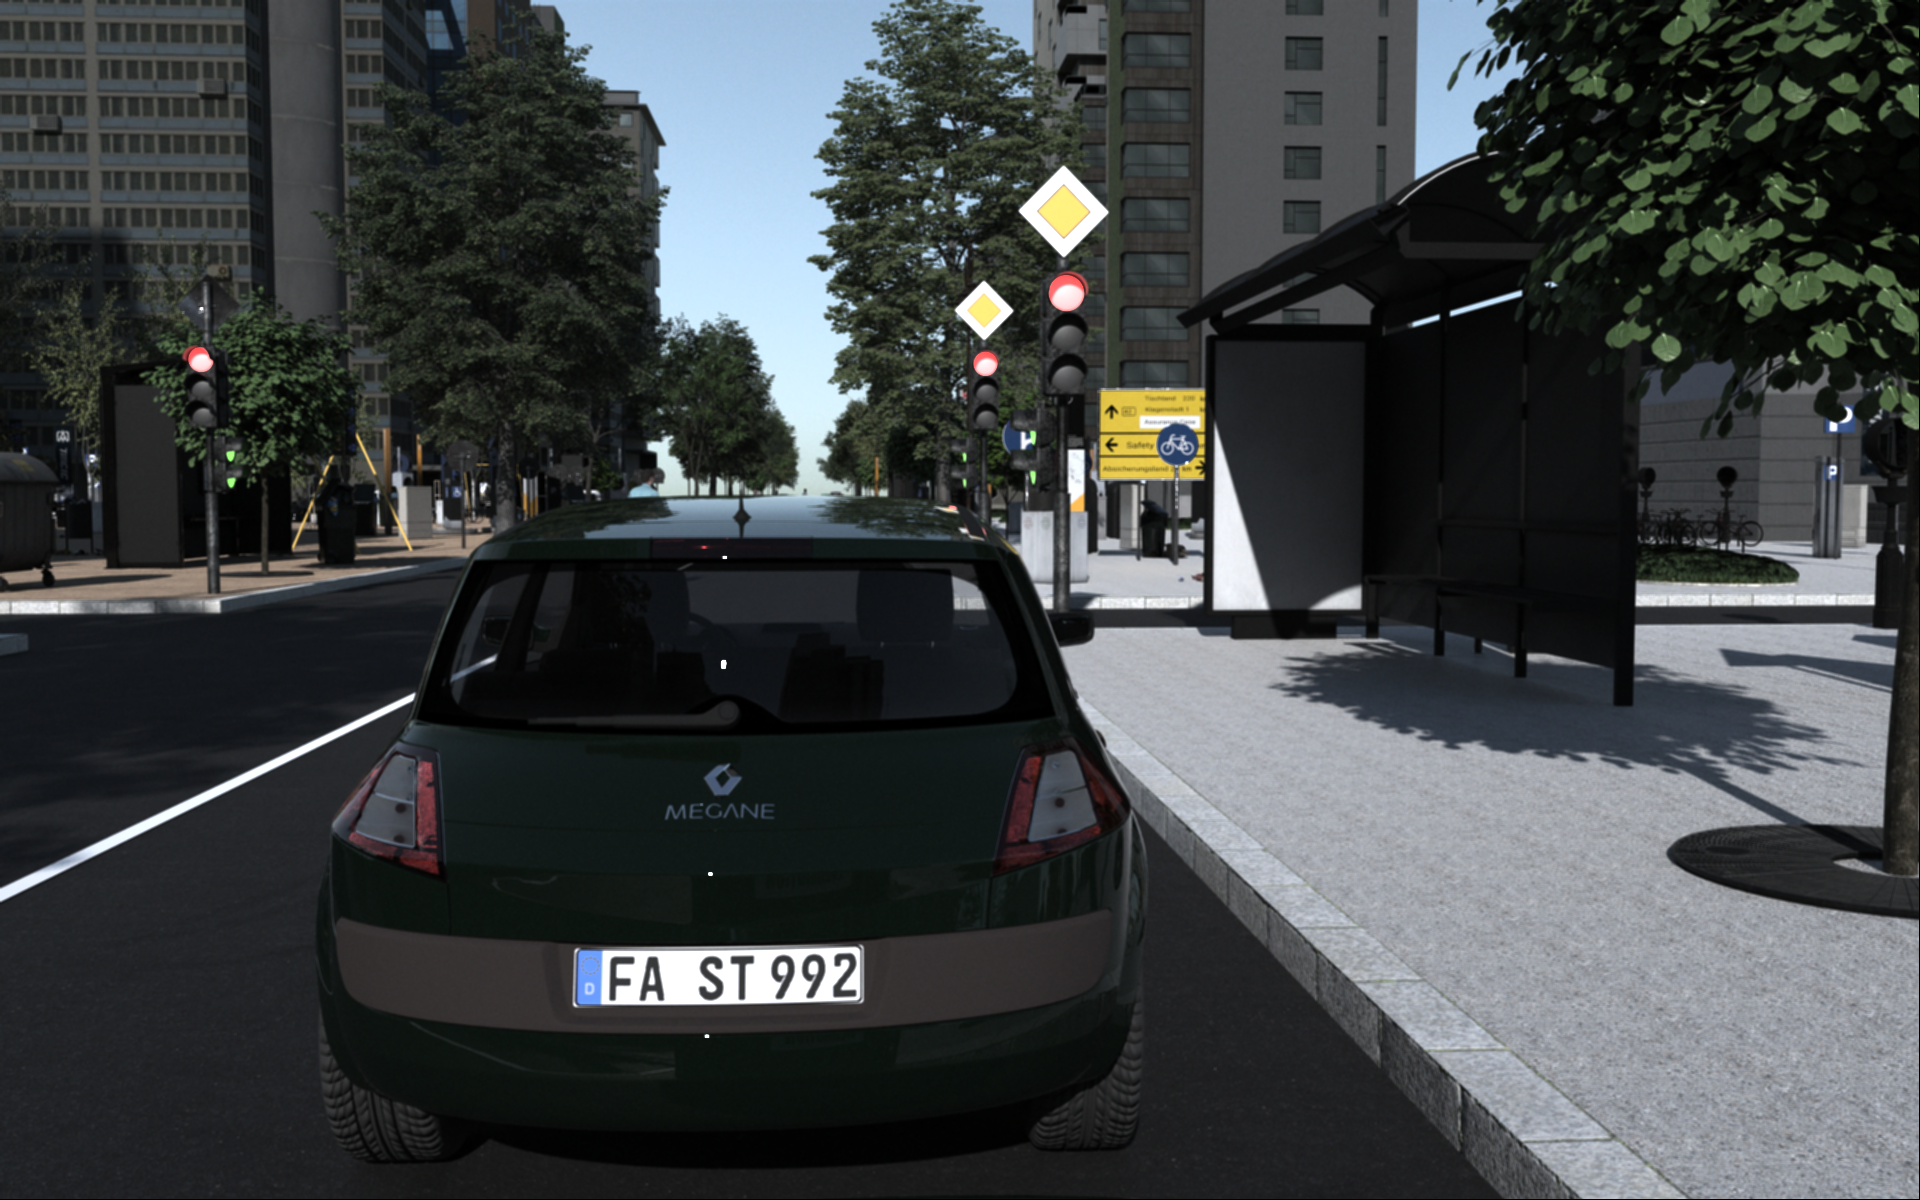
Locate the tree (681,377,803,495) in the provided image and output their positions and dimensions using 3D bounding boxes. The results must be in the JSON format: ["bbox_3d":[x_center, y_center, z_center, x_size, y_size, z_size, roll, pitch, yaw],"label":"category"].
[{"bbox_3d":[-20.536,-14.490,153.919,9.611,12.733,9.660,0,3,0],"label":"tree"}]

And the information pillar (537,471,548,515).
[{"bbox_3d":[-13.221,-3.079,54.827,0.304,2.012,0.304,-1,4,-8],"label":"information pillar"}]

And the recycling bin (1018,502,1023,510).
[{"bbox_3d":[2.028,-1.909,43.774,0.722,1.027,0.722,3,5,40],"label":"recycling bin"}]

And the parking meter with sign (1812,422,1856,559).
[{"bbox_3d":[17.478,-2.356,34.781,0.543,3.016,1.738,1,4,17],"label":"parking meter with sign"}]

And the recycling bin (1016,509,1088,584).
[{"bbox_3d":[1.366,-0.767,25.101,0.722,1.027,0.722,3,5,45],"label":"recycling bin"}]

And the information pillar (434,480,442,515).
[{"bbox_3d":[-28.085,-5.430,93.266,0.304,2.012,0.304,1,4,11],"label":"information pillar"}]

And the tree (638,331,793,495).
[{"bbox_3d":[-17.088,-11.360,111.489,9.928,11.665,9.643,0,3,0],"label":"tree"}]

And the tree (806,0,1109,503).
[{"bbox_3d":[-0.125,-7.436,39.710,7.486,12.596,7.792,0,3,0],"label":"tree"}]

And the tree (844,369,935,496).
[{"bbox_3d":[-3.122,-8.410,87.867,4.360,8.622,3.978,0,3,0],"label":"tree"}]

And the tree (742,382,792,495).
[{"bbox_3d":[-21.731,-16.057,172.899,12.009,13.543,11.850,0,3,0],"label":"tree"}]

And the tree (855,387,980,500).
[{"bbox_3d":[-0.815,-4.048,49.895,4.285,4.588,4.351,0,3,0],"label":"tree"}]

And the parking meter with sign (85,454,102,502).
[{"bbox_3d":[-37.931,-4.907,76.487,0.543,3.016,1.738,0,4,-4],"label":"parking meter with sign"}]

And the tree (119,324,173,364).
[{"bbox_3d":[-34.909,-7.567,74.090,4.360,8.622,3.978,0,3,0],"label":"tree"}]

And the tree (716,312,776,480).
[{"bbox_3d":[-17.653,-13.247,123.247,9.857,13.997,8.962,0,3,0],"label":"tree"}]

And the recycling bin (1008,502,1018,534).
[{"bbox_3d":[2.022,-2.666,56.140,0.722,1.027,0.722,2,4,24],"label":"recycling bin"}]

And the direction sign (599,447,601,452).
[{"bbox_3d":[-17.295,-5.581,83.242,0.379,3.537,0.876,0,4,-7],"label":"direction sign"}]

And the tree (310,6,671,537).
[{"bbox_3d":[-12.463,-8.595,47.179,9.857,13.997,8.962,0,3,0],"label":"tree"}]

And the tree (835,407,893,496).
[{"bbox_3d":[-9.780,-15.143,182.007,7.601,10.594,8.767,-3,4,-36],"label":"tree"}]

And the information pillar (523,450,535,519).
[{"bbox_3d":[-19.696,-5.350,78.834,0.183,3.616,0.504,1,4,15],"label":"information pillar"}]

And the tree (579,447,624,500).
[{"bbox_3d":[-14.677,-4.711,71.622,1.663,3.219,1.824,0,3,0],"label":"tree"}]

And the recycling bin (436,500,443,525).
[{"bbox_3d":[-21.057,-3.591,71.262,0.722,1.027,0.722,1,4,11],"label":"recycling bin"}]

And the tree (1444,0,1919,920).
[{"bbox_3d":[3.118,-1.343,5.666,4.285,4.588,4.351,0,3,0],"label":"tree"}]

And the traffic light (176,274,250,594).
[{"bbox_3d":[-9.590,-2.035,22.192,0.839,4.253,0.868,0,4,-4],"label":"traffic light"}]

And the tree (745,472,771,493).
[{"bbox_3d":[-22.560,-12.744,192.082,4.285,4.588,4.351,0,3,0],"label":"tree"}]

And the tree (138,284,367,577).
[{"bbox_3d":[-11.052,-2.661,27.218,4.285,4.588,4.351,0,3,0],"label":"tree"}]

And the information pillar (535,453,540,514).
[{"bbox_3d":[-19.603,-5.408,79.767,0.504,3.616,0.183,-3,5,-40],"label":"information pillar"}]

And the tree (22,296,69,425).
[{"bbox_3d":[-30.082,-6.721,60.256,4.737,8.622,4.395,0,3,0],"label":"tree"}]

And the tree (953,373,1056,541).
[{"bbox_3d":[0.719,-2.041,27.966,1.663,3.219,1.824,0,3,0],"label":"tree"}]

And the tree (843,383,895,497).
[{"bbox_3d":[-4.478,-9.327,102.851,4.737,8.622,4.395,0,3,0],"label":"tree"}]

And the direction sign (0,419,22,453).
[{"bbox_3d":[-28.727,-3.685,52.241,0.379,3.537,0.876,3,5,42],"label":"direction sign"}]

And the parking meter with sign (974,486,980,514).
[{"bbox_3d":[0.627,-5.574,87.403,0.543,3.016,1.738,0,4,-1],"label":"parking meter with sign"}]

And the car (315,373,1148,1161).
[{"bbox_3d":[-0.534,0.283,5.153,2.009,1.686,4.222,0,4,-3],"label":"car"}]

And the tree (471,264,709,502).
[{"bbox_3d":[-13.934,-7.975,64.811,8.767,10.594,7.601,-2,4,-31],"label":"tree"}]

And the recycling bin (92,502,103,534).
[{"bbox_3d":[-27.771,-2.685,56.457,0.722,1.027,0.722,1,4,21],"label":"recycling bin"}]

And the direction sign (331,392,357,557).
[{"bbox_3d":[-12.499,-2.640,35.163,0.379,3.537,0.876,1,4,12],"label":"direction sign"}]

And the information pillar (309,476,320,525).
[{"bbox_3d":[-26.857,-4.137,72.136,0.304,2.012,0.304,3,5,41],"label":"information pillar"}]

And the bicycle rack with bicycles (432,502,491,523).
[{"bbox_3d":[-22.079,-3.834,76.068,2.925,0.926,2.852,-3,5,-40],"label":"bicycle rack with bicycles"}]

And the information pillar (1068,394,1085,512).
[{"bbox_3d":[2.064,-2.500,32.230,0.504,3.616,0.183,0,4,-3],"label":"information pillar"}]

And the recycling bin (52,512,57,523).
[{"bbox_3d":[-40.495,-3.941,76.982,0.722,1.027,0.722,-3,5,-40],"label":"recycling bin"}]

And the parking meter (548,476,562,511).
[{"bbox_3d":[-13.280,-3.125,56.806,0.399,1.863,0.255,0,4,2],"label":"parking meter"}]

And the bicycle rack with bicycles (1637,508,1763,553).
[{"bbox_3d":[16.127,-1.530,38.390,2.852,0.926,2.925,1,4,14],"label":"bicycle rack with bicycles"}]

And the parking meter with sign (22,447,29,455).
[{"bbox_3d":[-34.793,-4.124,63.696,0.543,3.016,1.738,-1,4,-10],"label":"parking meter with sign"}]

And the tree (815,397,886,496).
[{"bbox_3d":[-12.037,-17.631,205.269,9.611,12.733,9.660,0,3,0],"label":"tree"}]

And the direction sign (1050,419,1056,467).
[{"bbox_3d":[2.418,-3.528,49.684,0.876,3.537,0.379,-3,5,-41],"label":"direction sign"}]

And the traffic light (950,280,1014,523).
[{"bbox_3d":[0.295,-2.079,22.910,0.839,4.253,0.868,0,4,-4],"label":"traffic light"}]

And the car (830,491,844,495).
[{"bbox_3d":[-17.815,-14.659,248.343,2.281,1.827,5.304,0,4,-5],"label":"car"}]

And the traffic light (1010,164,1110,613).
[{"bbox_3d":[0.864,-1.592,14.945,0.839,4.253,0.868,0,4,-4],"label":"traffic light"}]
